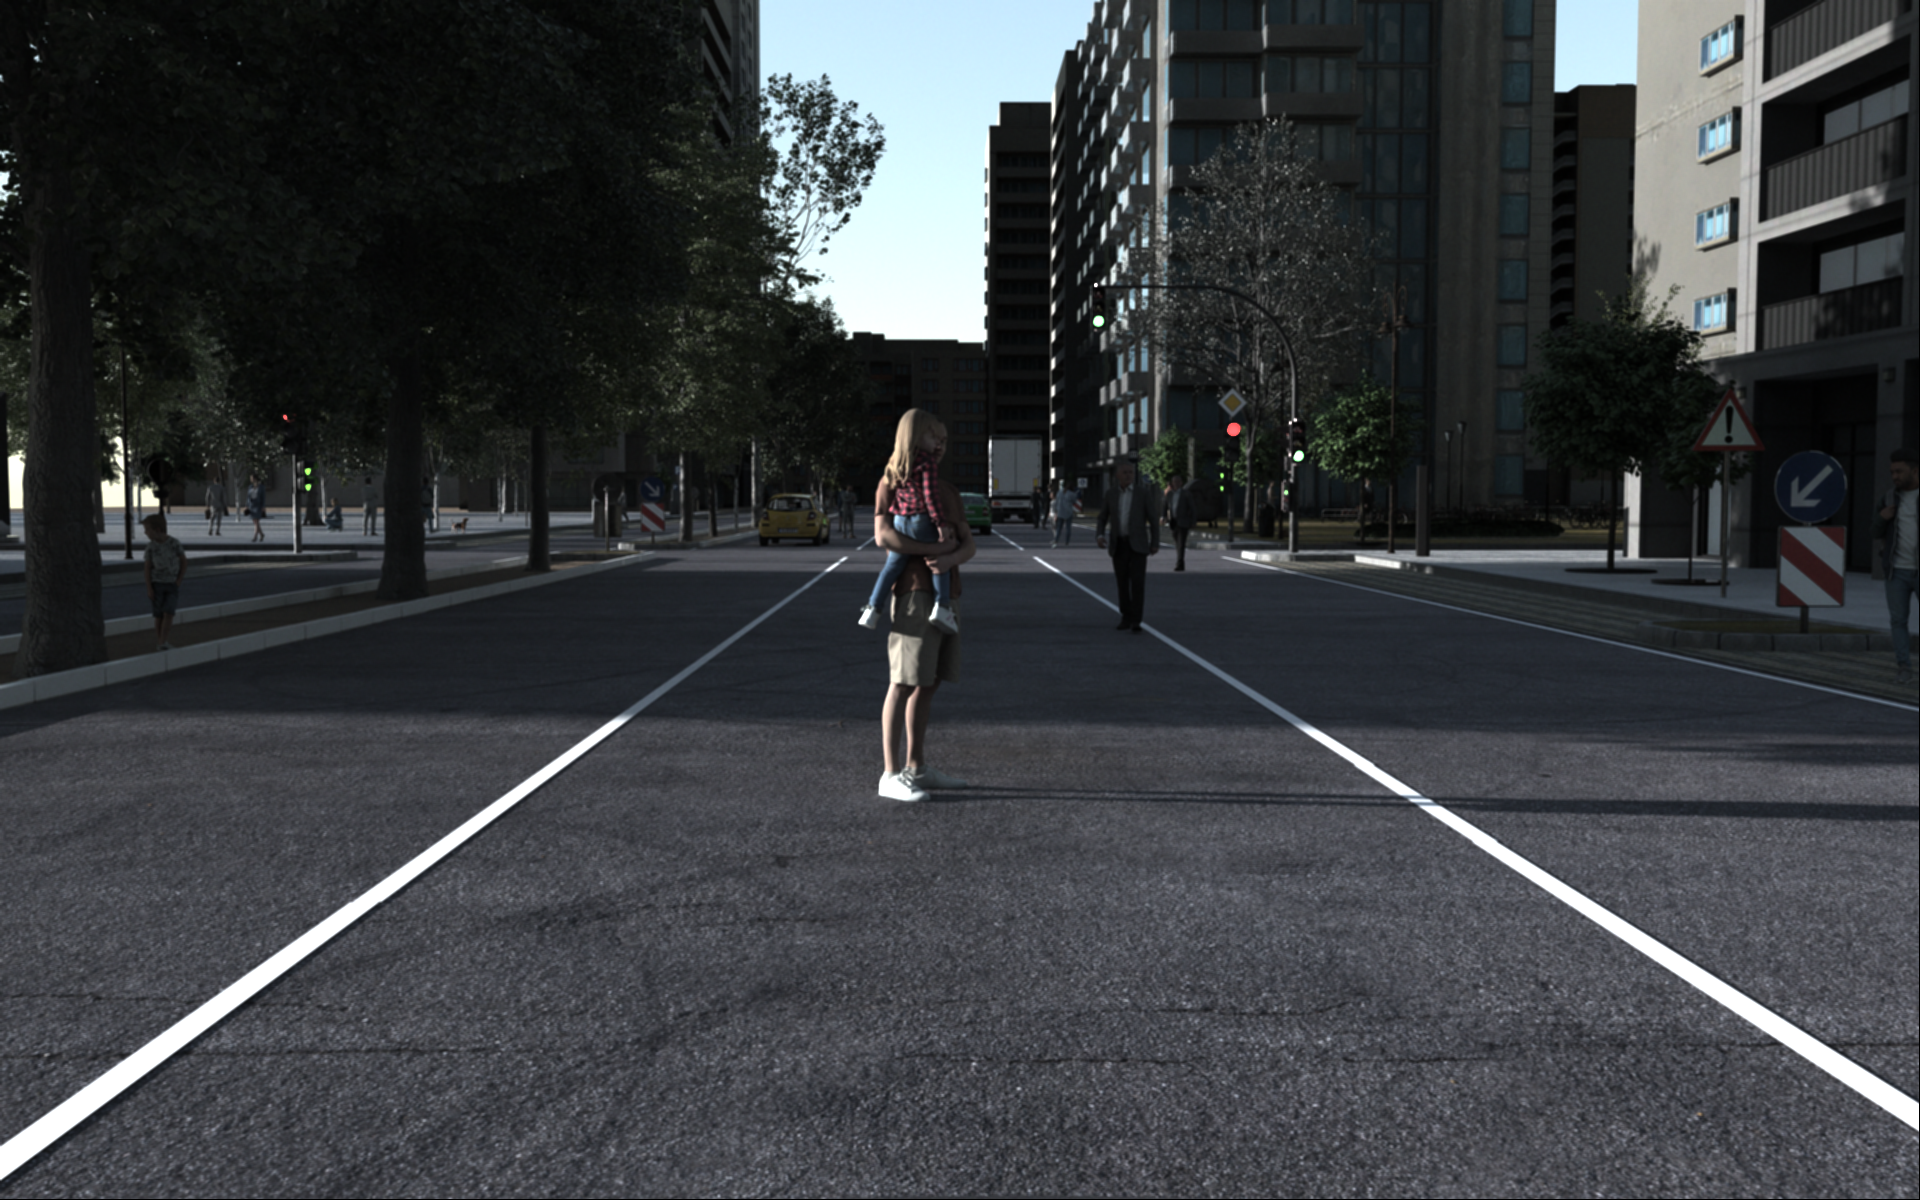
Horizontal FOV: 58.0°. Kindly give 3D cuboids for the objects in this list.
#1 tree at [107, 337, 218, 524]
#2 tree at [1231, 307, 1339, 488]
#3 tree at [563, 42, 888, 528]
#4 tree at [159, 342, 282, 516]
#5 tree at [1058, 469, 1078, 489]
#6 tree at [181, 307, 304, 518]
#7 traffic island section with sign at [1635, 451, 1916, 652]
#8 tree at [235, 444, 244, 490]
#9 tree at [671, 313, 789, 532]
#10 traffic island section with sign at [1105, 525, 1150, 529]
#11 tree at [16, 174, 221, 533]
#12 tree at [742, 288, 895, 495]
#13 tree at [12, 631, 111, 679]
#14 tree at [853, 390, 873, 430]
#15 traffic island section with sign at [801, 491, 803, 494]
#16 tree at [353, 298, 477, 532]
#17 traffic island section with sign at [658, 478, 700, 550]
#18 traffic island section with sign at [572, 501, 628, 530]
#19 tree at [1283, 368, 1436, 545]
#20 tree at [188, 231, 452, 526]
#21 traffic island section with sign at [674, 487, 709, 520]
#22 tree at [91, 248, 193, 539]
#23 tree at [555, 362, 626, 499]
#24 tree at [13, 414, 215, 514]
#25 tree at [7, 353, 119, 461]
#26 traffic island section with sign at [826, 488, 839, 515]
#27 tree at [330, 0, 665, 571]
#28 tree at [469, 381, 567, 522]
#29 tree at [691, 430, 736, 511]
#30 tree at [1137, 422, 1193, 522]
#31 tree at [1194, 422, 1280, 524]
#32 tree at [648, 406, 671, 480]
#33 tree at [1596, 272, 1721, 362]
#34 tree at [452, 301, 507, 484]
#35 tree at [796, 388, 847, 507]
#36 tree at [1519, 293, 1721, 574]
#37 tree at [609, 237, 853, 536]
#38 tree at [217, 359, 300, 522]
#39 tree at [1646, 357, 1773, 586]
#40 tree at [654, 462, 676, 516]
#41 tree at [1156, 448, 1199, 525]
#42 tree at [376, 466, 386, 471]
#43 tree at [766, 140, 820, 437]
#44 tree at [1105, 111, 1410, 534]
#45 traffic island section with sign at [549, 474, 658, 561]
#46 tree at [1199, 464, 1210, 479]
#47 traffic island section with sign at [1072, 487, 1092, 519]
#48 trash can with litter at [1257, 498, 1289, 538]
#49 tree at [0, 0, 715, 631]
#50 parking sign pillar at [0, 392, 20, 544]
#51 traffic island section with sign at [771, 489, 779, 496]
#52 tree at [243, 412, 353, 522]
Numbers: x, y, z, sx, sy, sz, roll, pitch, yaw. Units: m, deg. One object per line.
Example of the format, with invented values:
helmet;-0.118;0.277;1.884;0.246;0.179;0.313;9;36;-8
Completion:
tree;-35.046;-7.577;74.252;4.360;8.622;3.978;0;3;0
tree;12.462;-7.016;65.071;4.360;8.622;3.978;0;3;0
tree;-9.805;-13.146;73.288;12.611;20.169;13.585;0;3;0
tree;-43.170;-10.184;100.913;7.601;10.594;8.767;1;4;15
tree;8.442;-8.351;131.145;1.663;3.219;1.824;0;3;0
tree;-37.386;-10.175;92.110;9.928;11.665;9.643;0;3;0
traffic island section with sign;7.651;-0.488;16.599;1.989;1.847;2.006;0;4;-1
tree;-44.479;-9.685;108.716;4.737;8.622;4.395;0;3;0
tree;-8.432;-6.867;65.090;4.360;8.622;3.978;0;3;0
traffic island section with sign;6.845;-3.812;70.948;1.989;1.847;2.006;0;4;-1
tree;-27.876;-8.466;56.551;7.486;12.596;7.792;0;3;0
tree;-8.439;-10.791;95.905;9.611;12.733;9.660;0;3;0
tree;-7.061;-6.370;13.266;9.857;13.997;8.962;0;3;0
tree;-8.377;-9.002;84.052;8.767;10.594;7.601;0;4;-1
traffic island section with sign;-16.078;-10.137;174.361;1.989;1.847;2.006;0;4;-1
tree;-17.983;-6.646;59.026;4.737;8.622;4.395;0;3;0
traffic island section with sign;-7.950;-2.280;45.407;2.006;1.907;1.989;0;4;-1
traffic island section with sign;-14.555;-3.770;70.261;1.989;1.847;2.006;0;4;-1
tree;10.576;-3.749;45.009;4.285;4.588;4.351;0;3;0
tree;-26.008;-9.331;69.573;9.611;12.733;9.660;0;3;0
traffic island section with sign;-14.955;-5.418;97.213;1.989;1.847;2.006;0;4;-1
tree;-23.667;-6.037;49.066;4.737;8.622;4.395;0;3;0
tree;-18.353;-8.323;86.443;4.737;8.622;4.395;0;3;0
tree;-55.881;-8.825;107.195;11.467;7.101;20.602;0;4;8
tree;-43.234;-8.045;81.896;4.360;8.622;3.978;0;3;0
traffic island section with sign;-9.058;-6.875;120.537;2.006;1.907;1.989;0;4;-1
tree;-7.929;-6.826;32.193;7.486;12.596;7.792;0;3;0
tree;-21.158;-7.944;80.248;4.360;8.622;3.978;0;3;0
tree;-18.124;-10.895;128.489;4.737;8.622;4.395;0;3;0
tree;9.912;-5.854;79.424;4.285;4.588;4.351;0;3;0
tree;12.633;-5.503;73.685;4.285;4.588;4.351;0;3;0
tree;-18.536;-9.891;112.074;4.360;8.622;3.978;0;3;0
tree;22.762;-6.526;57.057;4.737;8.622;4.395;0;3;0
tree;-27.624;-10.535;89.261;9.611;12.733;9.660;0;3;0
tree;-8.622;-9.498;108.116;4.737;8.622;4.395;0;3;0
tree;10.705;-2.732;28.385;4.285;4.588;4.351;0;3;0
tree;-8.287;-7.431;58.360;8.767;10.594;7.601;0;4;-1
tree;-33.708;-7.952;80.382;4.360;8.622;3.978;0;3;0
tree;10.347;-1.830;24.518;1.663;3.219;1.824;0;3;0
tree;-17.799;-6.675;103.732;1.663;3.219;1.824;0;3;0
tree;9.073;-4.793;72.969;1.663;3.219;1.824;0;3;0
tree;-38.808;-10.210;117.290;4.360;8.622;3.978;0;3;0
tree;-7.893;-7.869;49.237;7.486;12.596;7.792;0;3;0
tree;9.484;-8.909;56.024;12.009;13.543;11.850;0;3;0
traffic island section with sign;-7.851;-1.827;38.000;2.006;1.907;1.989;0;4;-1
tree;11.844;-5.735;88.373;1.663;3.219;1.824;0;3;0
traffic island section with sign;6.446;-5.500;98.547;1.989;1.847;2.006;0;4;-1
trash can with litter;9.282;-2.425;51.042;1.055;1.170;0.624;1;4;11
tree;-7.580;-6.978;23.198;9.857;13.997;8.962;0;3;0
parking sign pillar;-25.300;-3.456;44.976;1.447;3.967;1.447;0;4;4
traffic island section with sign;-15.690;-8.488;147.408;1.989;1.847;2.006;0;4;-1
tree;-28.698;-7.793;77.771;4.737;8.622;4.395;0;3;0
